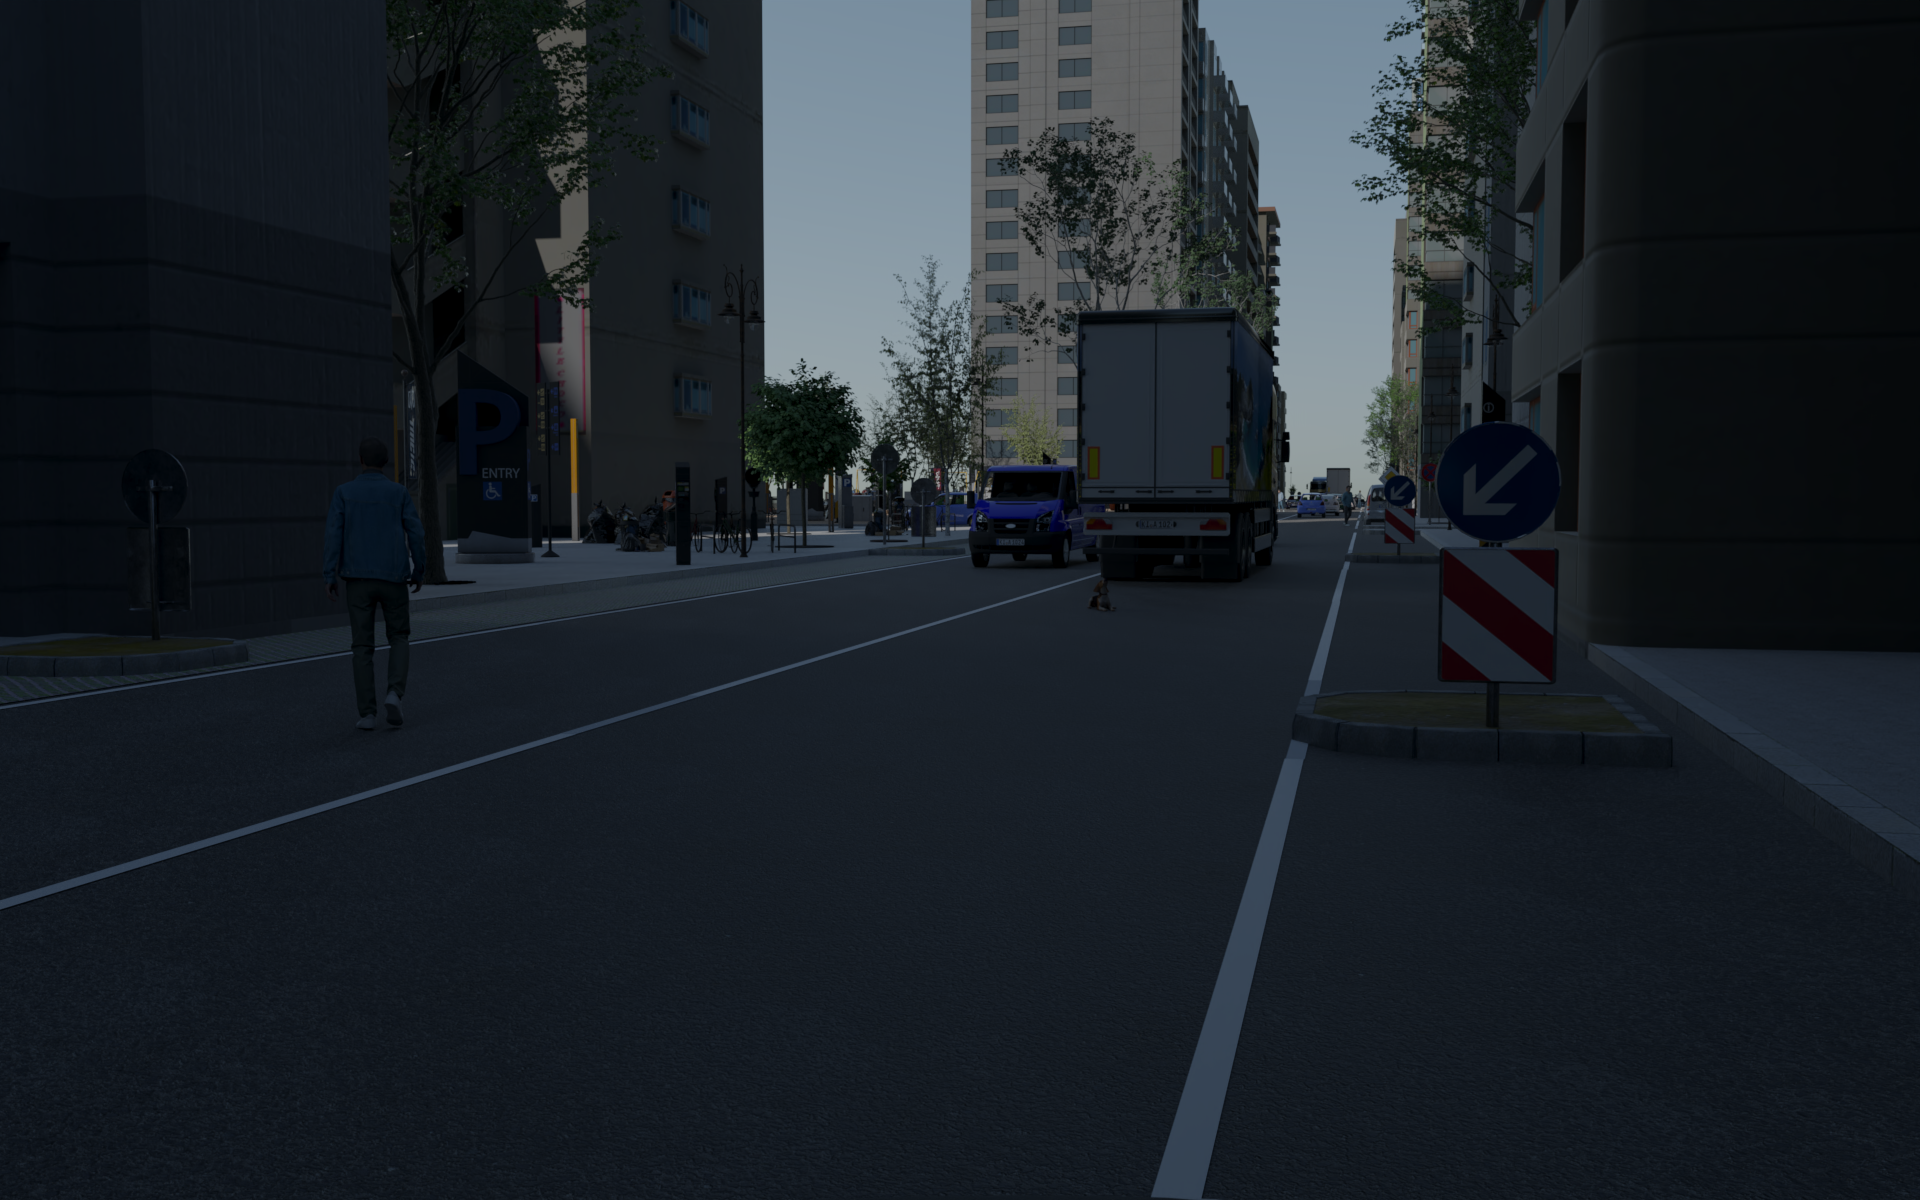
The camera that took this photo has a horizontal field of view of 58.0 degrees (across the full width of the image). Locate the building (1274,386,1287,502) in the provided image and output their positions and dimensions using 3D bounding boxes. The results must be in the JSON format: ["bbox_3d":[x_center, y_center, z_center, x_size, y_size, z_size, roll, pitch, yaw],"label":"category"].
[{"bbox_3d":[39.556,-27.087,287.907,27.650,21.520,28.899,1,4,13],"label":"building"}]

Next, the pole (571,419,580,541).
[{"bbox_3d":[-10.440,-3.250,46.983,0.158,3.312,0.155,0,3,0],"label":"pole"}]

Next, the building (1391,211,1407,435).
[{"bbox_3d":[82.046,-40.411,284.426,21.300,48.544,21.600,1,4,13],"label":"building"}]

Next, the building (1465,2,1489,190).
[{"bbox_3d":[33.250,-27.620,75.281,21.600,48.544,21.300,1,4,13],"label":"building"}]

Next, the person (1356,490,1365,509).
[{"bbox_3d":[39.426,-9.915,170.694,0.705,1.814,1.350,-2,4,-28],"label":"person"}]

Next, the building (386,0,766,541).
[{"bbox_3d":[-19.925,-26.409,55.497,21.600,48.544,21.300,1,4,13],"label":"building"}]

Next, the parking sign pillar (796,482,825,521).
[{"bbox_3d":[-7.206,-5.782,83.000,1.447,3.967,1.447,2,4,29],"label":"parking sign pillar"}]

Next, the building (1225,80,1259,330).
[{"bbox_3d":[24.431,-35.784,208.770,21.300,48.544,21.600,1,4,13],"label":"building"}]

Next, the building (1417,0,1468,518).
[{"bbox_3d":[32.892,-25.228,96.072,14.154,41.232,14.086,1,4,13],"label":"building"}]

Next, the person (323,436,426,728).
[{"bbox_3d":[-3.556,-0.104,10.542,0.601,1.785,0.444,-1,4,-19],"label":"person"}]

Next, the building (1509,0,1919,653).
[{"bbox_3d":[17.540,-9.811,5.444,27.650,21.520,28.899,1,4,13],"label":"building"}]

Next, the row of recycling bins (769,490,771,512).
[{"bbox_3d":[-15.420,-7.246,125.588,3.534,1.692,1.069,-1,4,-19],"label":"row of recycling bins"}]

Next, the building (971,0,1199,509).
[{"bbox_3d":[13.207,-44.012,157.845,20.563,71.187,20.611,1,4,13],"label":"building"}]

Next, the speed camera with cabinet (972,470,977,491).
[{"bbox_3d":[1.989,-8.868,139.326,2.038,3.252,0.660,0,4,3],"label":"speed camera with cabinet"}]

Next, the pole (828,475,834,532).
[{"bbox_3d":[-4.322,-3.926,58.029,0.158,3.312,0.155,0,3,0],"label":"pole"}]

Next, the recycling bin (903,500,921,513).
[{"bbox_3d":[-2.178,-4.061,78.954,0.722,1.027,0.722,0,4,6],"label":"recycling bin"}]

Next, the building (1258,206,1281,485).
[{"bbox_3d":[36.125,-36.928,258.392,22.147,44.769,28.867,1,4,13],"label":"building"}]

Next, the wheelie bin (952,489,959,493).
[{"bbox_3d":[-0.294,-6.370,112.053,0.693,1.594,0.980,-2,4,-27],"label":"wheelie bin"}]

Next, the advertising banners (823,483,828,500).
[{"bbox_3d":[-8.356,-6.873,108.554,0.090,3.025,2.074,1,4,12],"label":"advertising banners"}]

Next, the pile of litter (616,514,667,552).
[{"bbox_3d":[-7.188,-1.529,38.963,1.176,0.858,1.719,0,4,-4],"label":"pile of litter"}]

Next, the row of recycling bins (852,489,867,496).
[{"bbox_3d":[-8.105,-8.196,141.119,3.534,1.692,1.069,1,4,12],"label":"row of recycling bins"}]

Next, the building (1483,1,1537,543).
[{"bbox_3d":[24.480,-30.663,43.336,21.231,58.520,28.212,1,4,13],"label":"building"}]

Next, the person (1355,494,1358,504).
[{"bbox_3d":[56.611,-14.447,247.938,0.991,1.433,0.599,-3,4,-36],"label":"person"}]

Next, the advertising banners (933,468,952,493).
[{"bbox_3d":[-0.774,-7.428,117.634,2.074,3.025,0.090,0,4,7],"label":"advertising banners"}]

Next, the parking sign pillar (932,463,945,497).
[{"bbox_3d":[-1.633,-8.494,127.348,1.447,3.967,1.447,-2,4,-32],"label":"parking sign pillar"}]

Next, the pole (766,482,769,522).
[{"bbox_3d":[-8.776,-5.191,78.717,0.158,3.312,0.155,0,3,0],"label":"pole"}]

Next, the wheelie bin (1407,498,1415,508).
[{"bbox_3d":[33.451,-7.390,128.734,0.693,1.594,0.980,0,4,5],"label":"wheelie bin"}]

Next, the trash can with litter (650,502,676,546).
[{"bbox_3d":[-7.180,-1.896,42.395,1.055,1.170,0.624,-2,4,-25],"label":"trash can with litter"}]

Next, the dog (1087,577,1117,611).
[{"bbox_3d":[1.822,-0.081,21.516,0.550,0.427,0.748,2,4,33],"label":"dog"}]

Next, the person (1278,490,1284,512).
[{"bbox_3d":[25.955,-8.039,140.208,0.793,1.790,0.793,0,4,7],"label":"person"}]

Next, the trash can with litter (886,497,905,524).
[{"bbox_3d":[-2.759,-3.856,74.428,0.624,1.170,1.055,-1,4,-20],"label":"trash can with litter"}]

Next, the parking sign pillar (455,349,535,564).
[{"bbox_3d":[-8.688,-2.678,32.260,1.447,3.967,1.447,0,4,-5],"label":"parking sign pillar"}]

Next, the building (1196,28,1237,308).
[{"bbox_3d":[17.416,-34.502,183.711,23.786,49.044,30.456,1,4,13],"label":"building"}]

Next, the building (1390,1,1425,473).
[{"bbox_3d":[76.062,-57.776,257.311,22.319,86.520,31.000,1,4,13],"label":"building"}]

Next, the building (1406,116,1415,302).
[{"bbox_3d":[55.226,-30.761,186.533,14.154,41.232,14.086,1,4,13],"label":"building"}]

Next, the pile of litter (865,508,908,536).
[{"bbox_3d":[-2.257,-2.430,53.688,1.719,0.858,1.176,-3,5,-39],"label":"pile of litter"}]

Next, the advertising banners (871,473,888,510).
[{"bbox_3d":[-5.802,-8.001,126.998,2.074,3.025,0.090,3,4,39],"label":"advertising banners"}]

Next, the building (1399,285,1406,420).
[{"bbox_3d":[67.507,-28.487,237.462,14.160,30.474,14.107,1,4,13],"label":"building"}]

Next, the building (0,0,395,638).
[{"bbox_3d":[-19.780,-28.418,6.636,21.231,58.520,28.212,1,4,13],"label":"building"}]

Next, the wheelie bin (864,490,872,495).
[{"bbox_3d":[-6.852,-7.525,130.939,0.693,1.594,0.980,-3,5,-41],"label":"wheelie bin"}]

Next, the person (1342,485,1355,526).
[{"bbox_3d":[17.477,-4.258,78.144,0.660,1.820,0.620,-2,4,-33],"label":"person"}]

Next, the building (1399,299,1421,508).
[{"bbox_3d":[56.357,-19.560,164.841,27.650,21.520,28.899,1,4,13],"label":"building"}]

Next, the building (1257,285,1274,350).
[{"bbox_3d":[35.322,-28.458,236.991,14.160,30.474,14.107,1,4,13],"label":"building"}]
